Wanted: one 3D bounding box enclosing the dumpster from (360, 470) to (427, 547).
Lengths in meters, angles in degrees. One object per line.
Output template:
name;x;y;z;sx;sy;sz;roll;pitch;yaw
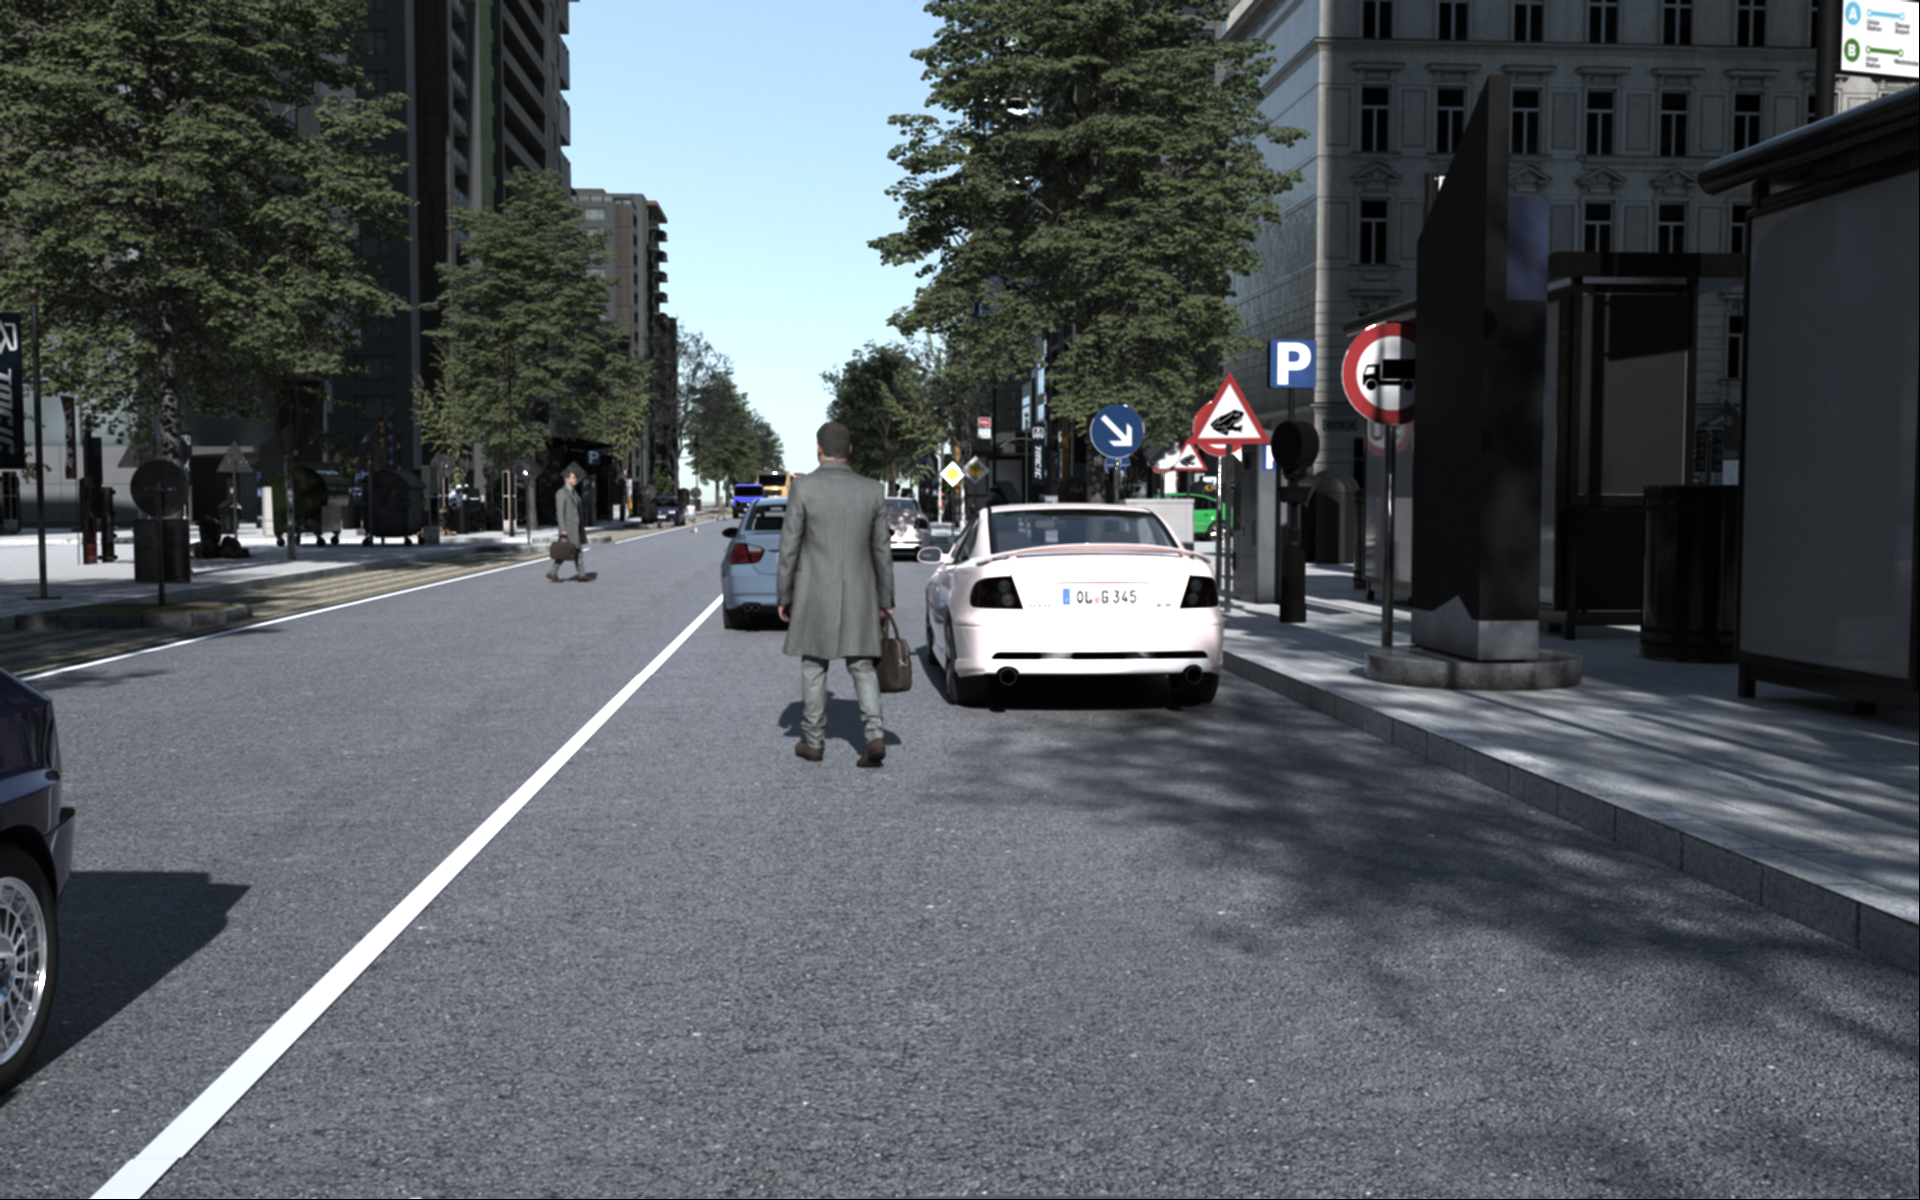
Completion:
dumpster;-14.031;-2.270;42.866;1.264;1.857;1.865;0;4;-4

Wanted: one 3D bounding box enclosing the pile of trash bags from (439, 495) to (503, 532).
pile of trash bags;-17.071;-3.011;58.977;1.912;1.369;3.447;2;4;24

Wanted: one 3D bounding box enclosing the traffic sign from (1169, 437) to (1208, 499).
traffic sign;5.238;-2.431;39.751;0.884;2.594;0.081;0;4;2

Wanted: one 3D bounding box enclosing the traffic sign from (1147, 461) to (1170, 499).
traffic sign;5.067;-2.654;43.494;0.768;2.556;0.104;0;4;1

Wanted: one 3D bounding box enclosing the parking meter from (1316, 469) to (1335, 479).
parking meter;8.436;-2.102;40.072;0.399;1.863;0.255;3;5;42

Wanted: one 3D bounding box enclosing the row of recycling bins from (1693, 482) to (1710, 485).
row of recycling bins;24.188;-3.126;58.219;3.534;1.692;1.069;-3;4;-37

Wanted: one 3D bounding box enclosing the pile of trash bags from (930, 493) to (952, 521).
pile of trash bags;-0.957;-4.473;82.883;1.912;1.369;3.447;0;4;-1

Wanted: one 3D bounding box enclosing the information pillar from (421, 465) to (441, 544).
information pillar;-13.546;-2.436;44.314;0.304;2.012;0.304;2;4;35

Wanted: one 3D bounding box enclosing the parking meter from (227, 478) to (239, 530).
parking meter;-26.268;-3.480;62.606;0.399;1.863;0.255;-2;4;-27

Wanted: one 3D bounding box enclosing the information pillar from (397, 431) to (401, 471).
information pillar;-20.898;-4.457;64.229;0.183;3.616;0.504;1;4;19

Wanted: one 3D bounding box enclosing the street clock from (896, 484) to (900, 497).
street clock;-4.412;-7.093;120.544;0.471;2.002;0.358;1;4;13

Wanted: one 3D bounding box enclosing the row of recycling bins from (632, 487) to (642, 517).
row of recycling bins;-18.533;-5.672;99.853;1.069;1.692;3.534;0;4;-4

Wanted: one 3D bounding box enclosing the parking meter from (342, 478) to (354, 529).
parking meter;-22.312;-3.508;63.064;0.255;1.863;0.399;1;4;16

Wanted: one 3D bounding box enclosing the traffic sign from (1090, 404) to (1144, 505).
traffic sign;2.230;-1.500;24.626;0.768;2.556;0.104;0;4;5

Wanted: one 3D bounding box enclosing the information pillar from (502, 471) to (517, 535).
information pillar;-14.286;-3.085;54.925;0.304;2.012;0.304;2;4;34

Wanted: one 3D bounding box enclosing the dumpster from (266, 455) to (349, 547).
dumpster;-16.127;-2.468;42.845;1.502;2.255;1.985;0;4;-5

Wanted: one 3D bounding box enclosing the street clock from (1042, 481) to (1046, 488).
street clock;3.683;-4.531;78.650;0.358;2.002;0.471;2;4;32

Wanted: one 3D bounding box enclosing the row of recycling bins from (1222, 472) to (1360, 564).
row of recycling bins;6.418;-1.605;33.357;1.069;1.692;3.534;-2;4;-25

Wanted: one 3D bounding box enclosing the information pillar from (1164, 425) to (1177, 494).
information pillar;6.931;-4.031;57.267;0.504;3.616;0.183;2;4;32

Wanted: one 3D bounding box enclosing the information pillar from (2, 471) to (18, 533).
information pillar;-30.954;-3.177;56.442;0.304;2.012;0.304;1;4;11

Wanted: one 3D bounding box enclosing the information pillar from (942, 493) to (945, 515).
information pillar;-1.067;-5.965;102.013;0.304;2.012;0.304;1;4;11

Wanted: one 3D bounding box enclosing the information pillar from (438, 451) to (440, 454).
information pillar;-28.201;-6.276;93.961;0.183;3.616;0.504;-2;4;-32

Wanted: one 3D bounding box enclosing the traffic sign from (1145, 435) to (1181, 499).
traffic sign;4.282;-2.233;36.611;0.768;2.556;0.104;0;4;1

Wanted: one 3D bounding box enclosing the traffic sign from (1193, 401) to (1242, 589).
traffic sign;3.514;-1.428;23.457;0.768;2.556;0.104;0;4;-4

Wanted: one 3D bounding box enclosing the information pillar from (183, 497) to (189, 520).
information pillar;-28.583;-3.622;63.708;0.304;2.012;0.304;0;3;0

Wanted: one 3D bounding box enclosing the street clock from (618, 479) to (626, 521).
street clock;-15.892;-4.700;81.420;0.358;2.002;0.471;0;4;3

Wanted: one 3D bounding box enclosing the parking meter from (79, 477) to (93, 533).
parking meter;-29.141;-3.184;57.774;0.399;1.863;0.255;1;4;22

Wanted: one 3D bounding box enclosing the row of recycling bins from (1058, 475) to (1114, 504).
row of recycling bins;2.879;-1.934;38.740;1.069;1.692;3.534;1;4;13

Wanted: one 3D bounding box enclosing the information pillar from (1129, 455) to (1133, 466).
information pillar;9.551;-6.449;96.793;0.183;3.616;0.504;-1;4;-9

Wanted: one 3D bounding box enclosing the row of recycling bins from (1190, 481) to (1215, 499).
row of recycling bins;8.935;-2.914;54.758;3.534;1.692;1.069;0;4;-4

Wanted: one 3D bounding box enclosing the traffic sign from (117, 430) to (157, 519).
traffic sign;-16.580;-2.141;35.007;0.884;2.594;0.081;0;4;-1

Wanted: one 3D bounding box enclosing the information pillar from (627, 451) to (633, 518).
information pillar;-18.078;-6.323;94.734;0.183;3.616;0.504;-2;4;-34

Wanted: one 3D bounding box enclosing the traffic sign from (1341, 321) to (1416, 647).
traffic sign;3.187;-0.780;12.852;0.768;2.556;0.104;0;4;-2

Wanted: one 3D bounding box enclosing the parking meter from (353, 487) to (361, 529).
parking meter;-22.469;-3.433;64.537;0.372;1.533;0.369;0;3;0

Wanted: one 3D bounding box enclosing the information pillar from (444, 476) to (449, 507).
information pillar;-20.626;-3.958;69.212;0.304;2.012;0.304;2;4;23

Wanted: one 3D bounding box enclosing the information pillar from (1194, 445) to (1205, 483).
information pillar;9.500;-4.736;68.788;0.183;3.616;0.504;-3;4;-38

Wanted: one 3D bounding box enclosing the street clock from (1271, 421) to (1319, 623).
street clock;3.328;-0.776;17.258;0.358;2.002;0.471;-2;4;-31

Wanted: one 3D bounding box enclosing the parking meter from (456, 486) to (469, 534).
parking meter;-15.891;-2.867;55.281;0.372;1.533;0.369;0;3;0

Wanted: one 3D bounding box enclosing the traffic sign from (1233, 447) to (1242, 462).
traffic sign;4.190;-1.473;25.273;0.795;2.450;0.064;0;4;-3

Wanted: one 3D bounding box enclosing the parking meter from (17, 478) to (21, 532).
parking meter;-32.134;-3.251;58.857;0.255;1.863;0.399;-1;4;-13

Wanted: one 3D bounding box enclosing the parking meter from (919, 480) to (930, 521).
parking meter;-1.407;-3.905;69.559;0.399;1.863;0.255;-3;5;-41

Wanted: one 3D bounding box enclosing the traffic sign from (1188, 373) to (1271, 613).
traffic sign;2.887;-1.139;18.629;0.884;2.594;0.081;0;4;2

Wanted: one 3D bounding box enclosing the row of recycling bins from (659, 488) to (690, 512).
row of recycling bins;-20.212;-7.038;122.187;1.069;1.692;3.534;1;4;21

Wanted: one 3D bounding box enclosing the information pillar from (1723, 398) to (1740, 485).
information pillar;18.831;-3.114;42.268;0.183;3.616;0.504;-2;4;-27

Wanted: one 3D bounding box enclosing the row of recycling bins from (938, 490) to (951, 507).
row of recycling bins;-1.145;-6.858;119.233;1.069;1.692;3.534;-1;4;-18

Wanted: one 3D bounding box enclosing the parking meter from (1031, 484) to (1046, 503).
parking meter;2.021;-2.228;44.831;0.372;1.533;0.369;0;3;0
